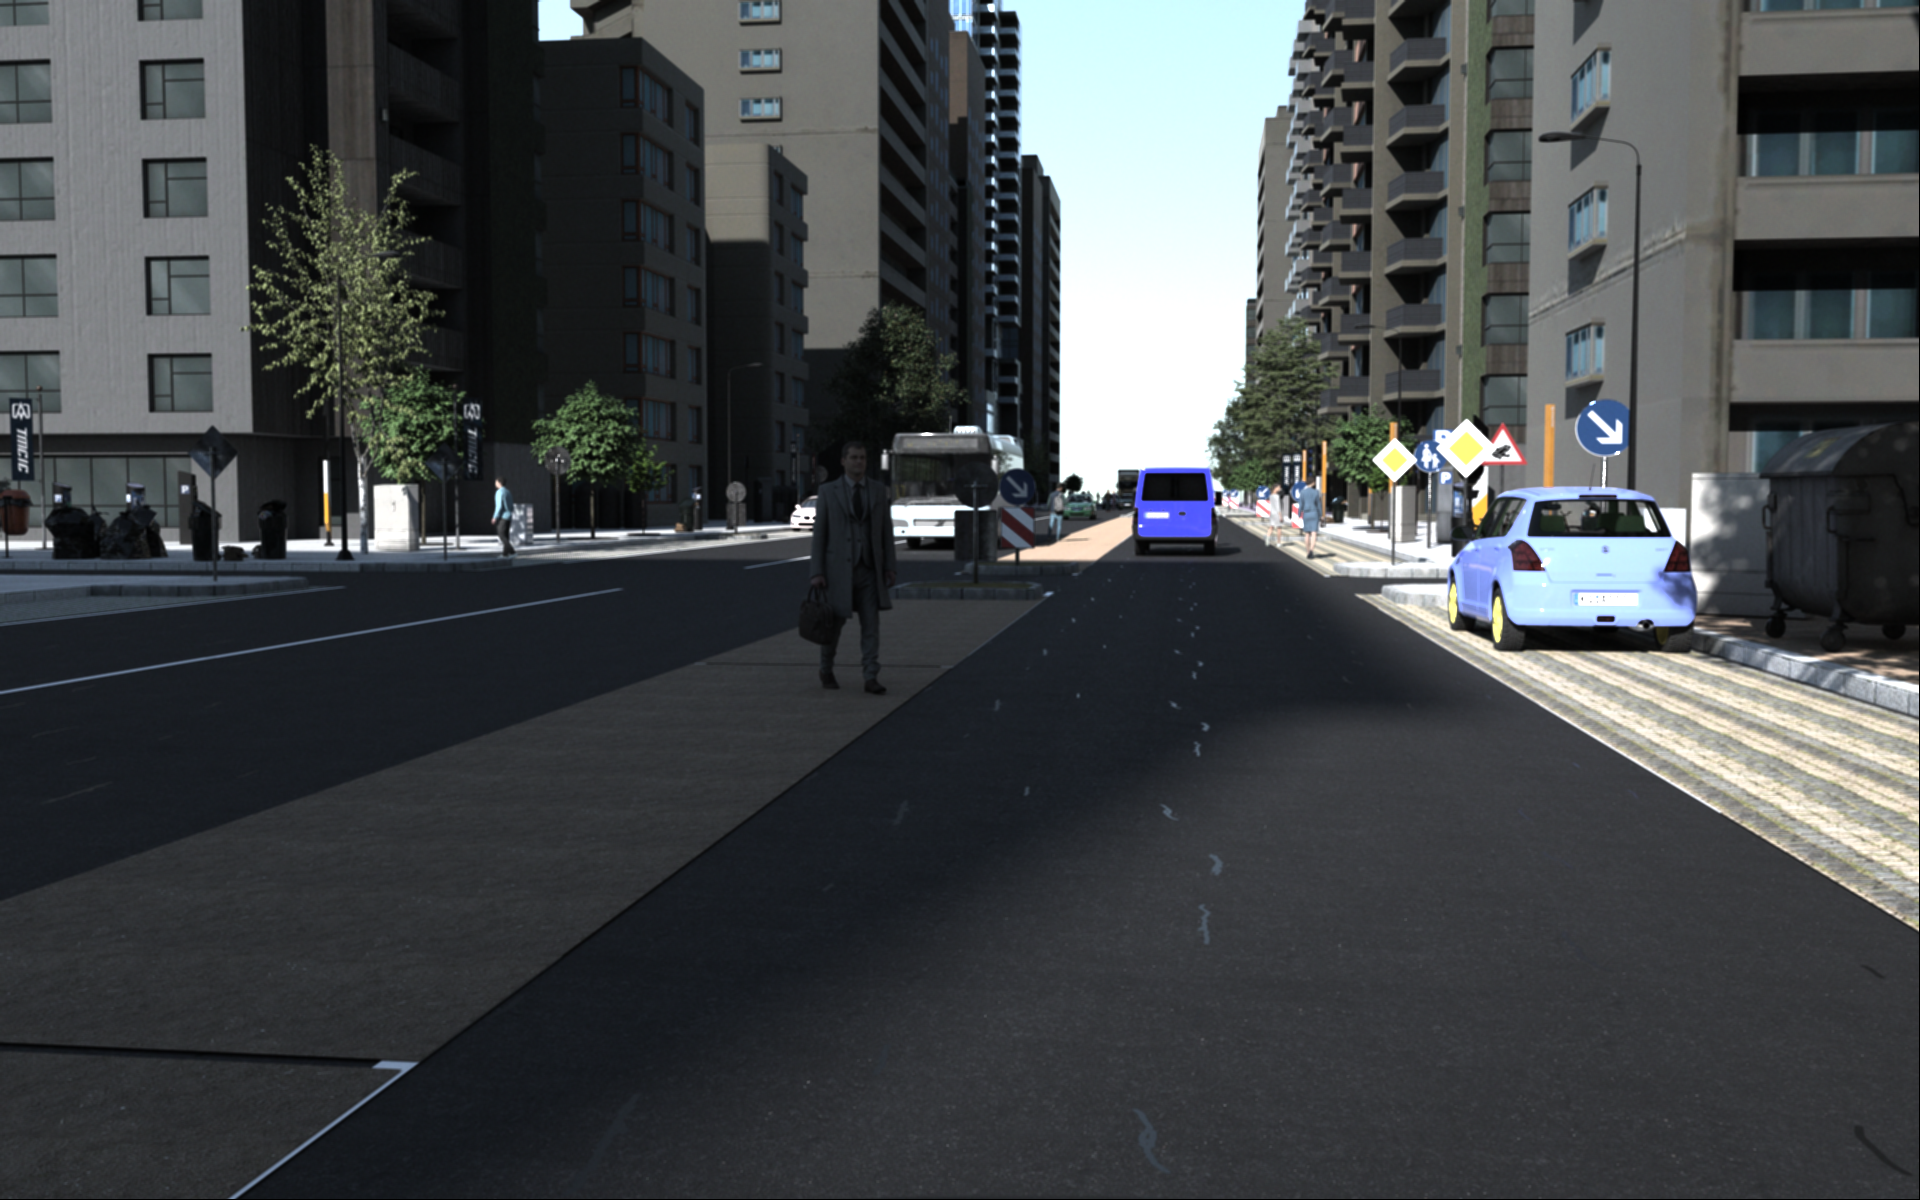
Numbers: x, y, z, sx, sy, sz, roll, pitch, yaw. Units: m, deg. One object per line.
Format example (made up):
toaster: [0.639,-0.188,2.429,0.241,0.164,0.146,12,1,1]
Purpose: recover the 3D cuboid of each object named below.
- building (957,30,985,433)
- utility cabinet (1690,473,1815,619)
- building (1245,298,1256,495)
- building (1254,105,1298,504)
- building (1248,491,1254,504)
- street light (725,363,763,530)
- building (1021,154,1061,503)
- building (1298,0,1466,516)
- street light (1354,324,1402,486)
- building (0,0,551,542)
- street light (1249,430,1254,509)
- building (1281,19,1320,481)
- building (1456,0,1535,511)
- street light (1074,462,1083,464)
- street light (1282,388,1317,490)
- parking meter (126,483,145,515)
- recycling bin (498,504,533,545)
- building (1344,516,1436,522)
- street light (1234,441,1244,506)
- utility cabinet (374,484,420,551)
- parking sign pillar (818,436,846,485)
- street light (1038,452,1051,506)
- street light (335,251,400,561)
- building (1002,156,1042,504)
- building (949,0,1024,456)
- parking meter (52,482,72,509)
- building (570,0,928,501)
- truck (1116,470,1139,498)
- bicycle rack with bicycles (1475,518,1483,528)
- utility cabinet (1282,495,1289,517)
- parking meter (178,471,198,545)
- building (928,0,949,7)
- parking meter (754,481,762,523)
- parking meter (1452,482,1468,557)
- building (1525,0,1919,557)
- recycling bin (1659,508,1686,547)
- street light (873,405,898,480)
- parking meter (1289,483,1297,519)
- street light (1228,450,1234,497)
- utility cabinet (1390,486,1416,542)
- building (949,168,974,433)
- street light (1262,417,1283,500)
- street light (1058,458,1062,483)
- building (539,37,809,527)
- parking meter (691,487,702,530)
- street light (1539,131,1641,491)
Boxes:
building: [-5.247,-31.580,166.447,14.600,45.320,14.200,0,4,7]
utility cabinet: [8.254,-0.572,18.026,1.173,1.500,0.318,3,5,43]
building: [48.845,-29.505,254.113,14.160,30.474,14.107,0,4,7]
building: [47.393,-35.959,211.625,21.300,48.544,21.600,0,4,7]
building: [55.582,-33.143,233.761,32.217,40.220,23.993,0,4,7]
street light: [-7.686,-5.457,61.765,1.470,5.913,1.316,0,4,7]
building: [3.149,-38.377,251.165,21.300,48.544,21.600,0,4,7]
building: [37.360,-29.134,130.971,22.147,44.769,28.867,0,4,7]
street light: [11.459,-4.577,47.382,1.470,5.913,1.316,0,4,7]
building: [-21.650,-17.125,51.691,14.160,30.474,14.107,0,4,7]
street light: [21.483,-9.261,123.961,1.470,5.913,1.316,0,4,7]
building: [41.824,-33.059,160.116,23.786,49.044,30.456,0,4,7]
building: [24.311,-17.601,59.473,14.160,30.474,14.107,0,4,7]
street light: [16.987,-16.960,249.838,1.470,5.913,1.316,0,4,7]
street light: [15.066,-6.329,76.019,1.470,5.913,1.316,0,4,7]
parking meter: [-18.252,-1.833,38.385,0.372,1.533,0.369,0,3,0]
recycling bin: [-11.205,-1.904,43.679,0.722,1.027,0.722,0,4,0]
building: [30.213,-26.554,88.775,22.147,44.769,28.867,0,4,7]
street light: [25.200,-11.024,152.788,1.470,5.913,1.316,0,4,7]
utility cabinet: [-12.705,-1.856,39.022,1.173,1.500,0.318,2,4,33]
parking sign pillar: [-5.909,-5.611,80.218,1.447,3.967,1.447,1,4,13]
street light: [9.329,-13.405,191.712,1.470,5.913,1.316,0,4,7]
street light: [-11.400,-3.720,33.357,1.470,5.913,1.316,0,4,7]
building: [3.537,-35.614,232.392,14.600,45.320,14.200,0,4,7]
building: [-2.894,-54.835,209.224,22.319,86.520,31.000,0,4,7]
parking meter: [-19.398,-1.777,37.458,0.372,1.533,0.369,0,3,0]
building: [-14.306,-30.346,119.866,21.300,48.544,21.600,0,4,7]
truck: [19.560,-12.966,200.903,2.839,4.237,11.283,0,4,6]
bicycle rack with bicycles: [12.193,-1.450,37.091,2.925,0.926,2.852,-1,4,-10]
utility cabinet: [18.676,-5.356,98.726,0.306,1.237,1.020,-1,4,-8]
parking meter: [-19.560,-2.335,43.894,0.399,1.863,0.255,0,4,-1]
building: [-8.651,-29.794,137.246,14.600,45.320,14.200,0,4,7]
parking meter: [-9.029,-4.389,77.473,0.255,1.863,0.399,1,4,23]
parking meter: [10.212,-1.642,35.252,0.372,1.533,0.369,0,3,0]
building: [25.314,-25.482,40.340,21.600,48.544,21.300,0,4,7]
recycling bin: [12.280,-1.094,30.448,0.722,1.027,0.722,0,4,4]
street light: [-3.932,-7.194,90.168,1.470,5.913,1.316,0,4,7]
parking meter: [19.381,-5.809,100.694,0.399,1.863,0.255,3,5,40]
street light: [28.869,-12.762,181.202,1.470,5.913,1.316,0,4,7]
utility cabinet: [11.719,-2.272,45.822,0.318,1.500,1.173,2,4,32]
building: [-6.612,-23.300,152.660,14.160,30.474,14.107,0,4,7]
street light: [18.971,-8.094,104.885,1.470,5.913,1.316,0,4,7]
street light: [13.033,-15.152,220.280,1.470,5.913,1.316,0,4,7]
building: [-23.857,-14.490,81.950,27.650,21.520,28.899,0,4,7]
parking meter: [-9.337,-3.246,61.489,0.372,1.533,0.369,0,3,0]
street light: [8.112,-3.043,22.287,1.470,5.913,1.316,0,4,7]
